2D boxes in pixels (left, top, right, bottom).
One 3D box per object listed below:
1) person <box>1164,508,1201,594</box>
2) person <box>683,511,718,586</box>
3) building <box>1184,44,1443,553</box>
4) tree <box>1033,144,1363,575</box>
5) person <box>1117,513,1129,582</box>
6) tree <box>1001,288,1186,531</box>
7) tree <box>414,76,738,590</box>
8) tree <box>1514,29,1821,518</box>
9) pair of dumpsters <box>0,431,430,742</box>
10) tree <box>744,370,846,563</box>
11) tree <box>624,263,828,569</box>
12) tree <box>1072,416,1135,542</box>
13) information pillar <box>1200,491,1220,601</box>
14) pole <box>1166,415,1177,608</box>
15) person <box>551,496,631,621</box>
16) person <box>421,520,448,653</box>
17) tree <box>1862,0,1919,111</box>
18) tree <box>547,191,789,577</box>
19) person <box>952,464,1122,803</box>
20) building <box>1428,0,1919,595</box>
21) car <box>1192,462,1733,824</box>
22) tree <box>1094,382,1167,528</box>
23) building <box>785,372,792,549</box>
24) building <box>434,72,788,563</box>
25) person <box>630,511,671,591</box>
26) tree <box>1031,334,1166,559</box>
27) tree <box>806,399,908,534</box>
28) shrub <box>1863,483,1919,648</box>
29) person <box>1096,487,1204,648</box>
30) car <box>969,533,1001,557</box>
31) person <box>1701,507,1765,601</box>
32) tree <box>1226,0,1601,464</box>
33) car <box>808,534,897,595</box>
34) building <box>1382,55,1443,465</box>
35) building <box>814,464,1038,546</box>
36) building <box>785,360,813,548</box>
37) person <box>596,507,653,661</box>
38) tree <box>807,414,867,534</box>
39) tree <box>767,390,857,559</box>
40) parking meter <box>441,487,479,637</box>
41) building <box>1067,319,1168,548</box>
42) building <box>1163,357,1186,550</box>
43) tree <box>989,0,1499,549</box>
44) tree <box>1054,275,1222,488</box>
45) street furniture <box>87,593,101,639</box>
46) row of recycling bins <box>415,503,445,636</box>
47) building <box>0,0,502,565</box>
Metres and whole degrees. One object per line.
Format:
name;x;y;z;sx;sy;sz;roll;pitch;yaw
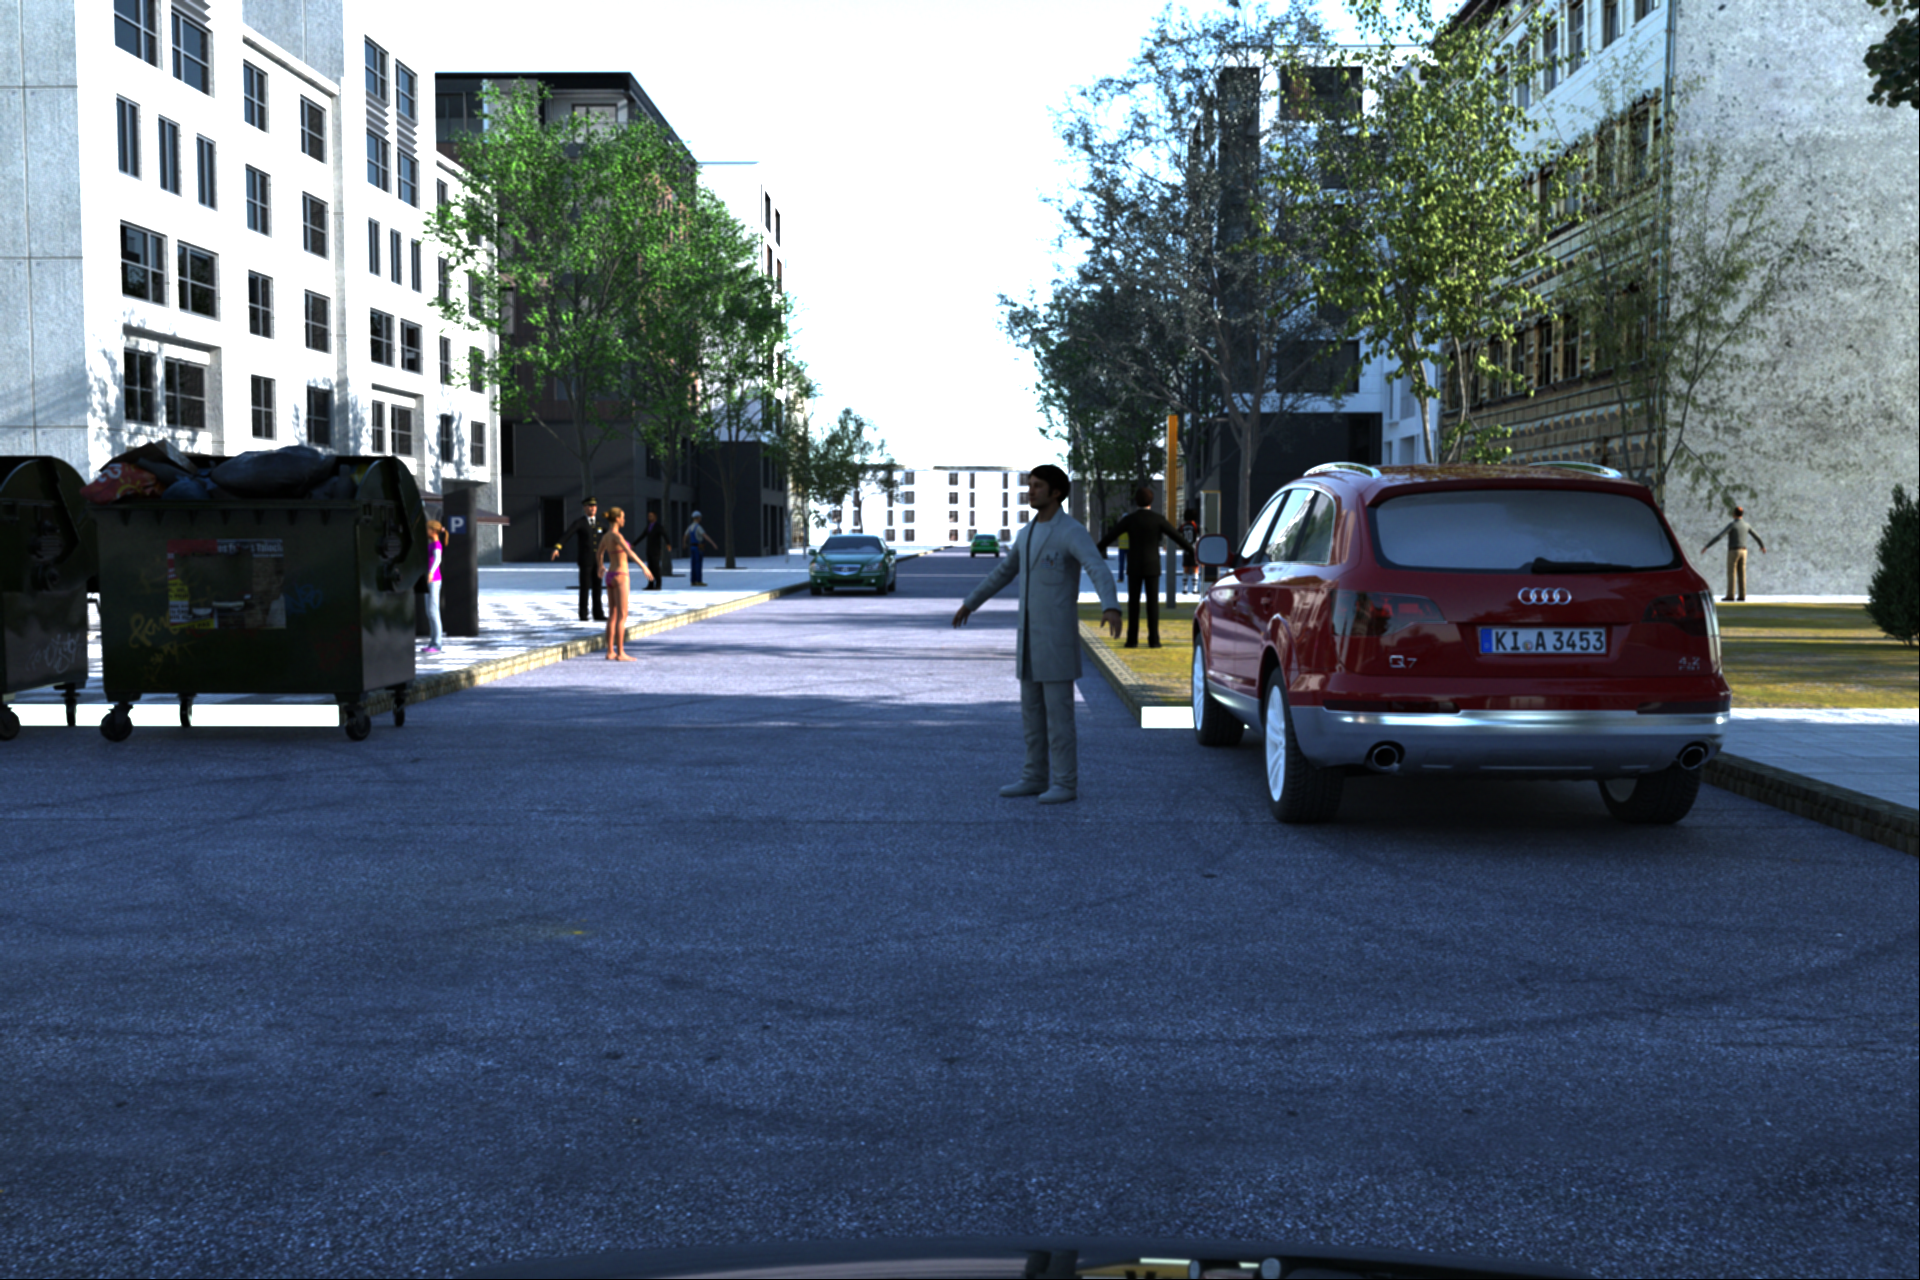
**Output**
person;4.940;-1.886;36.977;1.345;1.843;0.704;2;4;31
person;-6.480;-2.259;42.789;1.347;1.847;0.705;3;5;45
building;25.294;-14.976;88.838;27.936;21.610;32.646;0;4;1
tree;7.353;-8.780;53.917;12.009;13.543;11.850;0;3;0
person;4.413;-2.457;46.144;1.349;1.833;0.705;0;4;-4
tree;9.189;-15.932;116.378;12.611;20.169;13.585;0;3;0
tree;-8.814;-7.010;40.371;9.928;11.665;9.643;0;3;0
tree;10.242;-4.633;26.112;4.360;8.622;3.978;0;3;0
pair of dumpsters;-6.201;-0.454;12.373;4.436;2.255;1.574;0;4;1
tree;-7.926;-7.747;77.023;4.360;8.622;3.978;0;3;0
tree;-8.482;-8.414;63.321;9.928;11.665;9.643;0;3;0
tree;7.701;-8.879;95.530;4.360;8.622;3.978;0;3;0
information pillar;4.293;-1.544;29.742;0.304;2.012;0.304;0;4;2
pole;3.644;-2.202;29.851;0.158;3.312;0.155;0;3;0
person;-5.443;-1.201;25.578;1.347;1.837;0.705;-3;4;-39
person;-5.786;-0.583;18.802;0.599;1.433;0.991;-1;4;-22
tree;8.607;-6.279;9.318;9.857;13.997;8.962;0;3;0
tree;-8.731;-7.723;52.024;9.928;11.665;9.643;0;3;0
person;0.450;-0.045;9.373;0.705;1.806;1.347;-3;4;-38
building;24.016;-13.060;44.457;19.493;23.208;18.063;0;4;1
car;2.592;-0.089;10.121;2.281;1.827;5.304;0;4;1
tree;7.807;-7.818;78.183;4.737;8.622;4.395;0;3;0
building;-23.226;-16.452;135.453;16.747;18.905;31.486;0;4;0
building;-24.946;-15.250;93.310;27.936;21.610;32.646;0;4;0
person;-6.990;-2.027;39.370;1.346;1.802;0.704;3;4;39
tree;7.163;-9.910;87.781;9.928;11.665;9.643;0;3;0
tree;-7.034;-11.343;119.875;7.601;10.594;8.767;1;4;15
shrub;11.066;-0.925;19.539;1.690;2.028;1.600;0;3;0
person;2.070;-0.816;19.530;1.347;1.806;0.705;0;4;5
car;1.557;-6.063;107.930;1.959;1.807;4.718;0;4;1
person;14.820;-1.640;33.082;1.348;1.796;0.705;-1;4;-11
tree;5.483;-4.271;20.190;4.737;8.622;4.395;0;3;0
car;-2.569;-1.857;42.158;2.131;1.459;4.920;0;4;2
building;22.527;-13.061;69.971;16.016;20.090;11.380;0;4;1
building;-3.512;-16.126;208.271;28.070;9.664;9.099;0;4;-4
building;-24.347;-20.219;161.510;19.493;23.208;18.063;0;4;2
person;-3.830;-0.638;19.693;0.721;1.733;1.217;-3;4;-38
tree;-7.542;-9.549;106.496;4.737;8.622;4.395;0;3;0
tree;-7.705;-8.434;88.258;4.737;8.622;4.395;0;3;0
parking meter;-6.265;-0.977;21.685;0.399;1.863;0.255;0;4;1
building;24.957;-20.465;178.576;27.936;21.610;32.646;0;4;2
building;26.778;-18.989;141.405;19.493;23.208;18.063;0;4;2
tree;6.187;-7.764;37.310;12.009;13.543;11.850;0;3;0
tree;7.273;-8.759;68.957;9.928;11.665;9.643;0;3;0
street furniture;-24.647;-1.079;22.667;27.439;1.986;14.083;1;4;19
row of recycling bins;-7.145;-0.938;22.454;1.069;1.692;3.534;0;4;1
building;-27.647;-11.529;54.955;16.747;18.905;31.486;0;4;2
